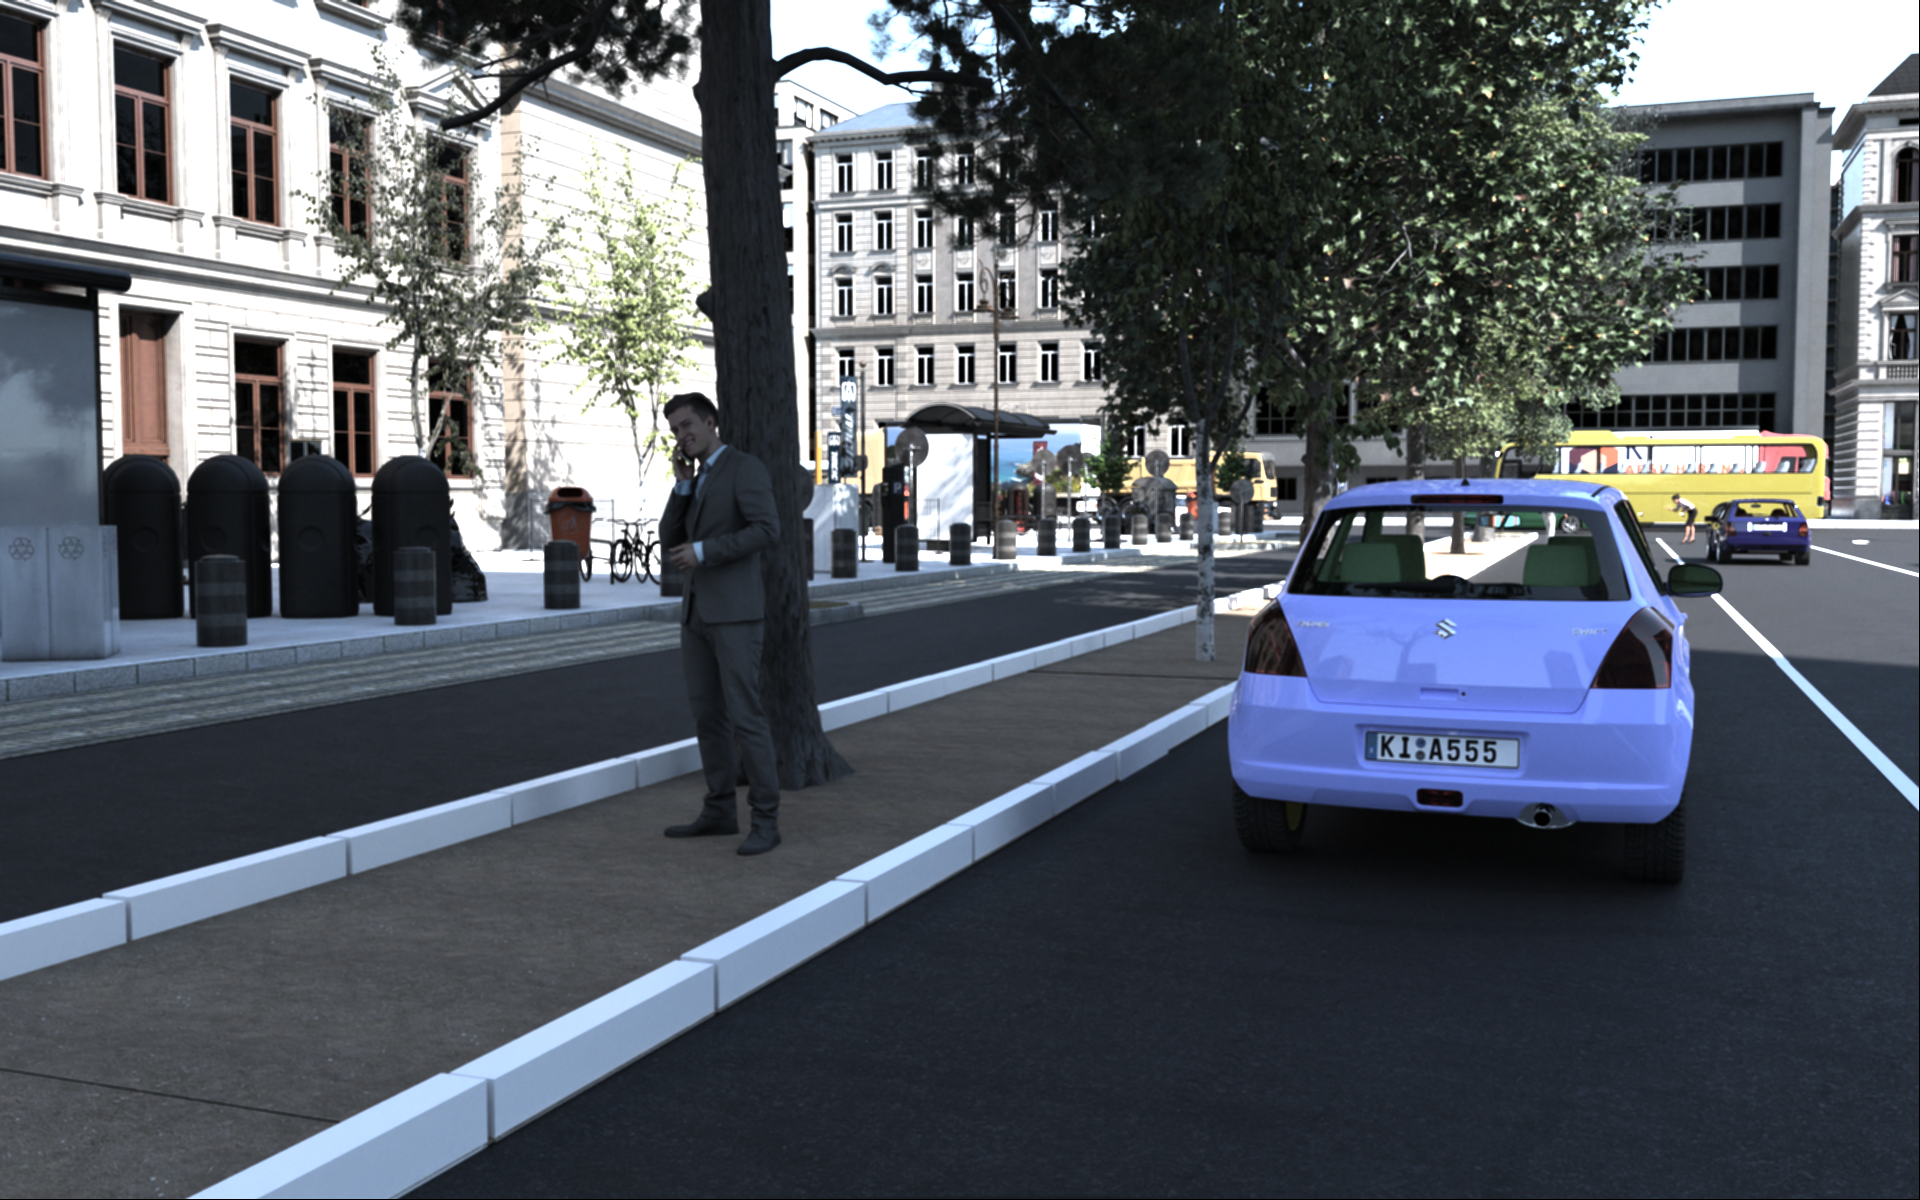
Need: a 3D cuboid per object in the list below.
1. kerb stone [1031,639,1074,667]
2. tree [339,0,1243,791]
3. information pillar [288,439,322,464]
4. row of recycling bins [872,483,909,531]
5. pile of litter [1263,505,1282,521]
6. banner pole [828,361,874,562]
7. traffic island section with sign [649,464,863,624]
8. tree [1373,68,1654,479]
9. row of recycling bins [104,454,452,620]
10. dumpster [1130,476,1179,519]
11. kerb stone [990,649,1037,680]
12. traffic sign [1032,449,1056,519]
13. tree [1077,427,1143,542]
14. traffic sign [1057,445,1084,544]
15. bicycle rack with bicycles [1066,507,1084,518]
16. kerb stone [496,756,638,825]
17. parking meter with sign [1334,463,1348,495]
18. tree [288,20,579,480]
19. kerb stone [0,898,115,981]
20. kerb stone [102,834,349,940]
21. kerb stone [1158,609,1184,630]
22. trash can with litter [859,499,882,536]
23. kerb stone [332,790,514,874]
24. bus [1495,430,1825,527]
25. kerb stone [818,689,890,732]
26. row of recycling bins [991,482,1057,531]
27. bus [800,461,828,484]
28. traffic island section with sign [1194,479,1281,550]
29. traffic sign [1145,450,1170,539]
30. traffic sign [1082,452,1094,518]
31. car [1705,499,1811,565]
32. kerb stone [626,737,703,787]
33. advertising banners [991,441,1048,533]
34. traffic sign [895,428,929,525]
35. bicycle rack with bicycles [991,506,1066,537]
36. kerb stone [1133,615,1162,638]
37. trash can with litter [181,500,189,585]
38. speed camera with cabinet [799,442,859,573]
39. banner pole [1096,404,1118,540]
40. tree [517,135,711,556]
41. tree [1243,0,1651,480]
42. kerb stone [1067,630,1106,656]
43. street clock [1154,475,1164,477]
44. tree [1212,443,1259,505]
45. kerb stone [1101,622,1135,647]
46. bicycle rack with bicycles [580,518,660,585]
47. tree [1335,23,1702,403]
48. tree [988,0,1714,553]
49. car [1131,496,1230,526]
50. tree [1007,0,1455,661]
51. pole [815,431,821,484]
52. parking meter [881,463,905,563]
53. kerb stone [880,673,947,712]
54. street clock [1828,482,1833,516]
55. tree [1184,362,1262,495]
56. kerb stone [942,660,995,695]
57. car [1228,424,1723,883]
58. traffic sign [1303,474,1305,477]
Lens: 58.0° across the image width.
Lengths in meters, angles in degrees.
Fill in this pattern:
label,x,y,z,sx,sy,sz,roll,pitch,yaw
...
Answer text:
label,x,y,z,sx,sy,sz,roll,pitch,yaw
kerb stone,0.738,0.466,14.650,0.120,0.150,1.000,1,4,21
tree,-1.045,-6.033,8.528,7.806,13.903,7.818,0,3,0
information pillar,-8.826,-1.157,23.408,0.304,2.012,0.304,2,4,24
row of recycling bins,-2.312,-3.278,60.704,1.069,1.692,3.534,1,4,14
pile of litter,14.946,-4.277,83.894,1.719,0.858,1.176,-3,5,-41
banner pole,-1.967,-2.595,32.442,0.401,3.779,0.863,3,4,38
traffic island section with sign,-2.205,-0.689,19.895,1.989,1.847,2.006,1,4,21
tree,15.438,-8.656,50.644,9.857,13.997,8.962,0,3,0
row of recycling bins,-7.161,-0.678,18.191,3.534,1.692,1.069,-1,4,-10
dumpster,6.437,-3.170,57.588,1.264,1.857,1.865,1,4,21
kerb stone,0.378,0.524,13.682,0.120,0.150,1.000,1,4,21
traffic sign,2.343,-2.982,48.859,0.768,2.556,0.104,2,4,30
tree,3.958,-3.171,46.451,1.663,3.219,1.824,0,3,0
traffic sign,2.831,-2.738,44.877,0.768,2.556,0.104,2,4,28
bicycle rack with bicycles,5.367,-4.850,92.681,2.852,0.926,2.925,2,4,34
kerb stone,-1.799,0.873,7.924,0.120,0.150,1.000,1,4,21
parking meter with sign,18.112,-5.242,81.971,0.543,3.016,1.738,1,4,21
tree,-8.478,-4.746,27.966,4.360,8.622,3.978,0,3,0
kerb stone,-2.876,1.056,5.044,0.120,0.150,1.000,1,4,21
kerb stone,-2.518,0.990,6.004,0.120,0.150,1.000,1,4,21
kerb stone,2.192,0.225,18.509,0.120,0.150,1.000,1,4,21
trash can with litter,-2.772,-2.536,52.850,1.055,1.170,0.624,0,4,-8
kerb stone,-2.152,0.932,6.961,0.120,0.150,1.000,1,4,21
bus,26.643,-4.632,67.287,12.252,3.916,2.896,1,4,19
kerb stone,-0.704,0.701,10.803,0.120,0.150,1.000,1,4,21
row of recycling bins,1.629,-3.265,60.499,3.534,1.692,1.069,1,4,10
bus,-5.750,-5.318,81.809,13.247,3.499,2.948,1,4,21
traffic island section with sign,7.298,-2.232,45.127,1.989,1.847,2.006,1,4,21
traffic sign,5.664,-3.046,49.901,0.768,2.556,0.104,2,4,27
traffic sign,3.769,-3.169,51.919,0.768,2.556,0.104,2,4,24
car,16.739,-1.457,36.398,1.945,1.354,3.894,1,4,19
kerb stone,-1.431,0.814,8.880,0.120,0.150,1.000,1,4,21
advertising banners,1.956,-3.750,57.493,2.074,3.025,0.090,2,4,26
traffic sign,-0.939,-2.022,33.164,0.768,2.556,0.104,2,4,29
bicycle rack with bicycles,1.494,-2.449,53.422,2.925,0.926,2.852,1,4,14
kerb stone,1.838,0.285,17.531,0.120,0.150,1.000,1,4,21
trash can with litter,-11.290,-0.834,24.698,2.233,1.210,1.678,-3,5,-40
speed camera with cabinet,-2.576,-2.098,28.631,2.038,3.252,0.660,3,5,41
banner pole,4.181,-3.560,48.225,0.863,3.779,0.401,3,4,39
tree,-6.659,-5.203,35.440,4.737,8.622,4.395,0,3,0
tree,8.140,-6.752,30.972,7.486,12.596,7.792,0,3,0
kerb stone,1.100,0.403,15.614,0.120,0.150,1.000,1,4,21
street clock,6.808,-3.355,59.421,0.358,2.002,0.471,-1,4,-11
tree,9.445,-3.960,59.339,1.663,3.219,1.824,0,3,0
kerb stone,1.467,0.344,16.575,0.120,0.150,1.000,1,4,21
bicycle rack with bicycles,-4.533,-0.744,25.543,2.852,0.926,2.925,-1,4,-22
tree,11.712,-7.796,40.291,12.009,13.543,11.850,0,3,0
tree,4.744,-6.306,22.562,9.611,12.733,9.660,0,3,0
car,9.162,-3.478,69.228,4.827,1.381,2.083,1,4,22
tree,2.050,-3.761,14.320,4.737,8.622,4.395,0,3,0
pole,-4.628,-3.833,56.505,0.158,3.312,0.155,0,3,0
parking meter,-1.245,-1.620,32.200,0.399,1.863,0.255,-3,4,-37
kerb stone,-0.340,0.638,11.761,0.120,0.150,1.000,1,4,21
street clock,50.549,-5.870,100.547,0.358,2.002,0.471,2,4,30
tree,13.592,-8.496,89.279,4.360,8.622,3.978,0,3,0
kerb stone,0.013,0.585,12.724,0.120,0.150,1.000,1,4,21
car,2.412,0.105,7.869,1.945,1.707,3.694,1,4,22
traffic sign,11.904,-3.337,58.199,0.795,2.450,0.064,1,4,21
